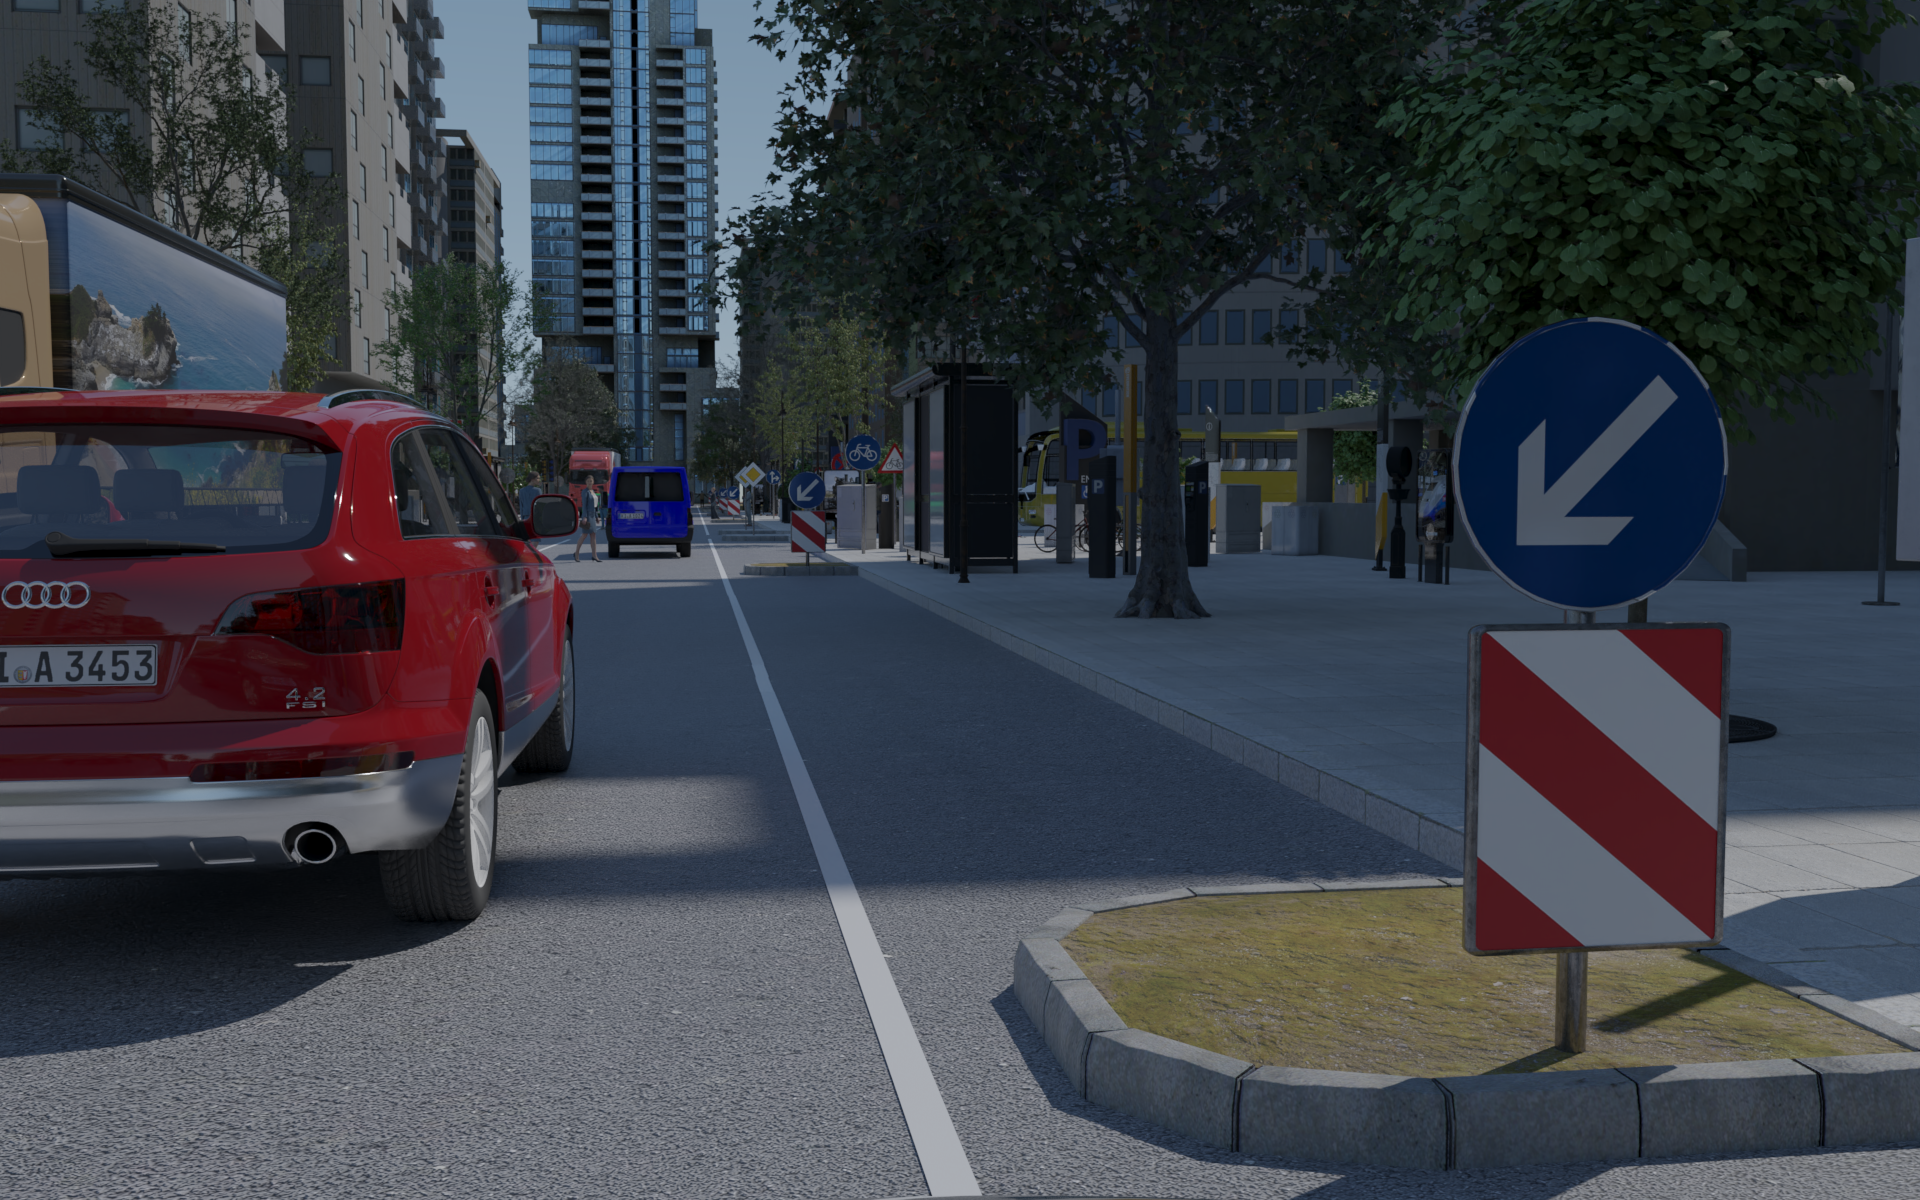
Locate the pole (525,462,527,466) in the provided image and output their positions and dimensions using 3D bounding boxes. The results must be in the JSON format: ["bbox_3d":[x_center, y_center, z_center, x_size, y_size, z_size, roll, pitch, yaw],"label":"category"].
[{"bbox_3d":[-27.975,-7.212,111.752,0.158,3.312,0.155,0,3,0],"label":"pole"}]

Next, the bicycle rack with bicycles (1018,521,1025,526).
[{"bbox_3d":[3.134,-3.454,69.861,2.925,0.926,2.852,1,4,15],"label":"bicycle rack with bicycles"}]

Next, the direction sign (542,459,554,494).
[{"bbox_3d":[-26.497,-7.302,111.390,0.876,3.537,0.379,1,4,19],"label":"direction sign"}]

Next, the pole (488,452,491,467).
[{"bbox_3d":[-22.843,-5.524,84.156,0.158,3.312,0.155,0,3,0],"label":"pole"}]

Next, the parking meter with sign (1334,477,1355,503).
[{"bbox_3d":[11.370,-3.364,51.261,0.543,3.016,1.738,2,4,33],"label":"parking meter with sign"}]

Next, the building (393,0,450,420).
[{"bbox_3d":[-55.795,-32.197,146.026,23.786,49.044,30.456,-1,4,-9],"label":"building"}]

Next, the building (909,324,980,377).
[{"bbox_3d":[2.861,-27.361,130.947,14.154,41.232,14.086,-1,4,-9],"label":"building"}]

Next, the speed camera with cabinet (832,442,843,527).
[{"bbox_3d":[-4.885,-4.428,66.741,0.660,3.252,2.038,-1,4,-17],"label":"speed camera with cabinet"}]

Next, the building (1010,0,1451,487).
[{"bbox_3d":[16.319,-33.139,83.825,28.212,58.520,21.231,-1,4,-9],"label":"building"}]

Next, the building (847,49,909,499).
[{"bbox_3d":[-3.273,-31.601,166.783,14.600,45.320,14.200,-1,4,-9],"label":"building"}]

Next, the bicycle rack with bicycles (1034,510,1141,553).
[{"bbox_3d":[3.376,-1.531,38.410,2.925,0.926,2.852,1,4,21],"label":"bicycle rack with bicycles"}]

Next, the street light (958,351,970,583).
[{"bbox_3d":[0.056,-3.184,24.841,0.468,5.910,1.993,-1,4,-9],"label":"street light"}]

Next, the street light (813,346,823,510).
[{"bbox_3d":[-4.405,-4.942,53.591,0.468,5.910,1.993,-1,4,-9],"label":"street light"}]

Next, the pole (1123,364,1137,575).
[{"bbox_3d":[2.687,-2.049,27.345,0.158,3.312,0.155,0,3,0],"label":"pole"}]

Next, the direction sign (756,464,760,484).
[{"bbox_3d":[-15.241,-8.387,129.119,0.876,3.537,0.379,3,4,38],"label":"direction sign"}]

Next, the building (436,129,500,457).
[{"bbox_3d":[-60.405,-29.752,178.330,23.993,40.220,32.217,-1,4,-9],"label":"building"}]

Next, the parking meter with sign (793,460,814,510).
[{"bbox_3d":[-7.395,-5.441,85.223,1.738,3.016,0.543,3,5,40],"label":"parking meter with sign"}]

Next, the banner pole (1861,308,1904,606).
[{"bbox_3d":[10.873,-1.837,20.045,0.863,3.779,0.401,-2,4,-26],"label":"banner pole"}]

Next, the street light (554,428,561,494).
[{"bbox_3d":[-27.494,-8.902,118.340,0.468,5.910,1.993,-1,4,-9],"label":"street light"}]

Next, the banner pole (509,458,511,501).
[{"bbox_3d":[-30.721,-7.876,118.782,0.401,3.779,0.863,1,4,11],"label":"banner pole"}]

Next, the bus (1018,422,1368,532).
[{"bbox_3d":[7.878,-4.180,59.894,12.252,3.916,2.896,-1,4,-10],"label":"bus"}]

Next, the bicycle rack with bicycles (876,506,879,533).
[{"bbox_3d":[-1.726,-2.493,54.136,2.852,0.926,2.925,-1,4,-18],"label":"bicycle rack with bicycles"}]

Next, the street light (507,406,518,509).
[{"bbox_3d":[-23.067,-7.130,89.368,0.468,5.910,1.993,-1,4,-9],"label":"street light"}]

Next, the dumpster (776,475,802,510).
[{"bbox_3d":[-8.457,-5.175,87.111,1.502,2.255,1.985,-1,4,-9],"label":"dumpster"}]

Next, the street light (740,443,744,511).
[{"bbox_3d":[-16.919,-9.927,135.091,0.468,5.910,1.993,-1,4,-9],"label":"street light"}]

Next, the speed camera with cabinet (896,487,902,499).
[{"bbox_3d":[-3.258,-7.353,114.558,2.038,3.252,0.660,1,4,18],"label":"speed camera with cabinet"}]

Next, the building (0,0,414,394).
[{"bbox_3d":[-51.879,-32.098,114.044,28.713,52.752,27.495,-1,4,-9],"label":"building"}]

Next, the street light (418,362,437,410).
[{"bbox_3d":[-18.610,-5.375,60.669,0.468,5.910,1.993,-1,4,-9],"label":"street light"}]

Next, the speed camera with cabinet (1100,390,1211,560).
[{"bbox_3d":[3.707,-2.358,32.889,2.038,3.252,0.660,1,4,18],"label":"speed camera with cabinet"}]

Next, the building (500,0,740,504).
[{"bbox_3d":[-46.316,-56.537,237.043,31.000,86.520,22.319,-1,4,-9],"label":"building"}]

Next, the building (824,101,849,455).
[{"bbox_3d":[-3.345,-32.687,189.058,22.147,44.769,28.867,-1,4,-9],"label":"building"}]

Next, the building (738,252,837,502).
[{"bbox_3d":[-19.555,-33.979,247.438,23.993,40.220,32.217,-1,4,-9],"label":"building"}]

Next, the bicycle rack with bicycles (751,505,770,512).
[{"bbox_3d":[-14.303,-6.936,126.787,2.852,0.926,2.925,2,4,27],"label":"bicycle rack with bicycles"}]

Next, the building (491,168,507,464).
[{"bbox_3d":[-68.517,-35.506,230.641,14.200,45.320,14.600,-1,4,-9],"label":"building"}]

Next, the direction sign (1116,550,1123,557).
[{"bbox_3d":[3.394,-2.663,35.532,0.379,3.537,0.876,0,4,4],"label":"direction sign"}]

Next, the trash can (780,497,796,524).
[{"bbox_3d":[-7.458,-3.905,75.508,0.748,1.137,0.748,0,3,0],"label":"trash can"}]

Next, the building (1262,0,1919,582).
[{"bbox_3d":[23.990,-20.959,34.554,32.217,40.220,23.993,-1,4,-9],"label":"building"}]

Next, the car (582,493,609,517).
[{"bbox_3d":[-19.606,-5.247,94.587,1.959,1.807,4.718,0,4,-7],"label":"car"}]

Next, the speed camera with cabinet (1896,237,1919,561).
[{"bbox_3d":[3.839,-0.656,5.067,0.660,3.252,2.038,-1,4,-22],"label":"speed camera with cabinet"}]

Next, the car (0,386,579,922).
[{"bbox_3d":[-2.805,0.089,7.220,2.281,1.827,5.304,0,4,-7],"label":"car"}]

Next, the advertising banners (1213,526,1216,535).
[{"bbox_3d":[7.311,-3.608,55.183,2.074,3.025,0.090,2,4,24],"label":"advertising banners"}]
